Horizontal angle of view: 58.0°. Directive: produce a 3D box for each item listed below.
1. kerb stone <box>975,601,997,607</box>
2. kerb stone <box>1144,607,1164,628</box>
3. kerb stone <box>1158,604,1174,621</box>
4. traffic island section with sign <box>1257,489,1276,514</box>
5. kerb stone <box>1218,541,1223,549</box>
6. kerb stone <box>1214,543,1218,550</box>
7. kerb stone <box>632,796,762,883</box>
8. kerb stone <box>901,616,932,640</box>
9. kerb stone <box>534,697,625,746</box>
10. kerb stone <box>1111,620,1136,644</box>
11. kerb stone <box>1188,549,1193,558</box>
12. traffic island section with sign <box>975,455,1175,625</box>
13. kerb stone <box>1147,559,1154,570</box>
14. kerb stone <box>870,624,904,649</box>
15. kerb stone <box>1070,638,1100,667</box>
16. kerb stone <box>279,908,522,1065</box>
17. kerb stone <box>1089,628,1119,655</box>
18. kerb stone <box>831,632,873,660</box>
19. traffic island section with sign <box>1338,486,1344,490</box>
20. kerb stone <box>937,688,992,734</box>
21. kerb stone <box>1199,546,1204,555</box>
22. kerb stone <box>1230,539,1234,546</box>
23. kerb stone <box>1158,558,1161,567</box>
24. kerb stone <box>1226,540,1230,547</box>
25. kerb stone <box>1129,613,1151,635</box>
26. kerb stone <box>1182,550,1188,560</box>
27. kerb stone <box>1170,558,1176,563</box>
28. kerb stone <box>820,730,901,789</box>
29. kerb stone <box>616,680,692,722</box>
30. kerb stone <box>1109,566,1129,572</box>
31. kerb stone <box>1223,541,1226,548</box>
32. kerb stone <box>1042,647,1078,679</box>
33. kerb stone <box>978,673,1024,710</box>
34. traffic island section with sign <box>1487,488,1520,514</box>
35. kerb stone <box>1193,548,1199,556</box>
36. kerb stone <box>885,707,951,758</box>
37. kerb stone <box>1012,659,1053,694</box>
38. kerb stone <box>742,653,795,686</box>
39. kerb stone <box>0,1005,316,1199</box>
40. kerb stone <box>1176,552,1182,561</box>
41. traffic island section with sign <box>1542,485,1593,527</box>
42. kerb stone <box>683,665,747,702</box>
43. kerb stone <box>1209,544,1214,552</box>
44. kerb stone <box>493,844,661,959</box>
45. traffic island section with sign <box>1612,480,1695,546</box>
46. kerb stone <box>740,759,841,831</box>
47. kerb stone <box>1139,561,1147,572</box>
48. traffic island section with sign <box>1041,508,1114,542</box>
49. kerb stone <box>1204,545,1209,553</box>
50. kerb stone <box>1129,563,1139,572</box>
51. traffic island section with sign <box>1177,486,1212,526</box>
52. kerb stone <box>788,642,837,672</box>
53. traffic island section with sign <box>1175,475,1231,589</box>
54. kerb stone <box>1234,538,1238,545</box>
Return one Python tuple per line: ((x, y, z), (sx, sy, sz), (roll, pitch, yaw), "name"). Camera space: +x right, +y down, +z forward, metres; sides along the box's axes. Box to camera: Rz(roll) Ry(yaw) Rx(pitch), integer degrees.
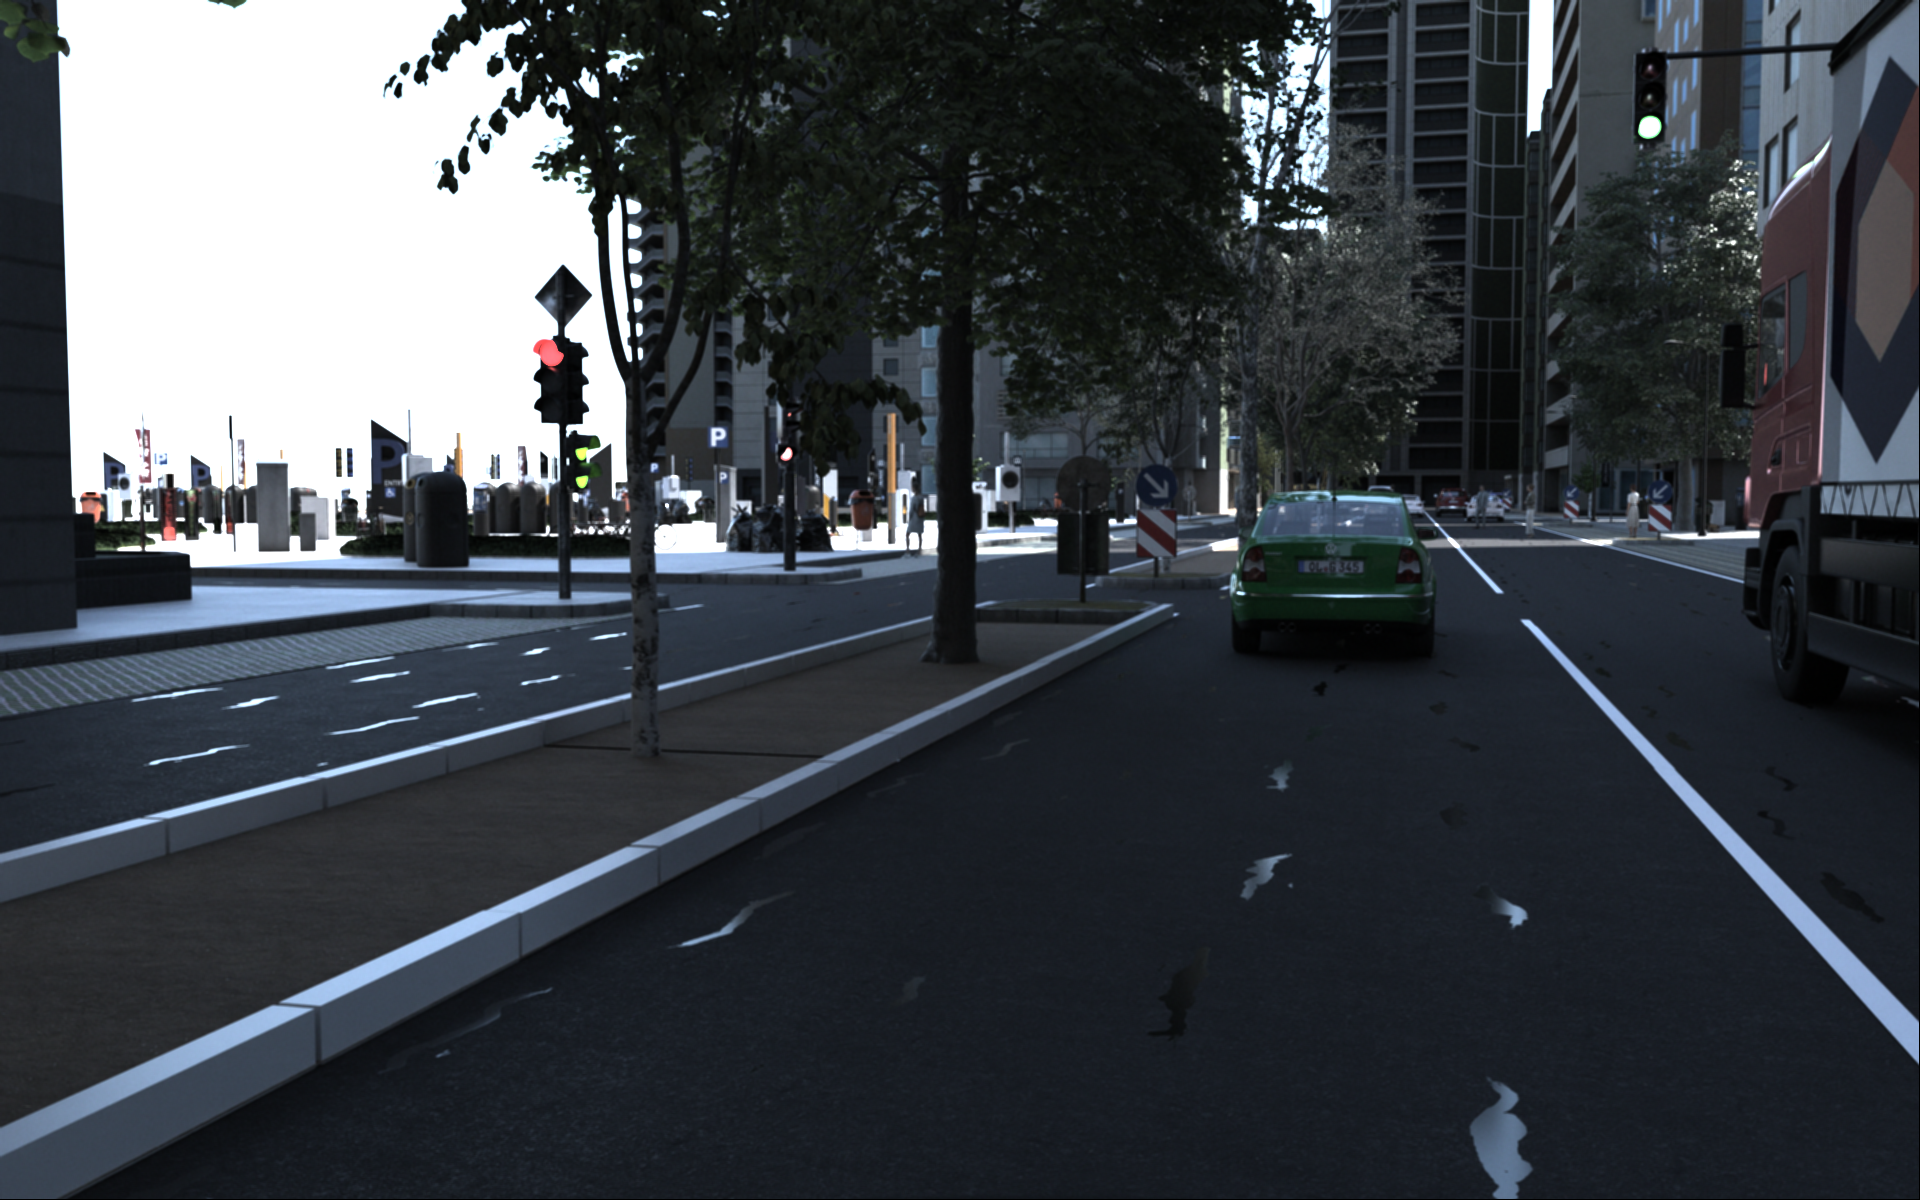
((0.285, 0.122, 20.262), (0.120, 0.150, 1.000), (1, 4, 14), "kerb stone")
((2.047, 0.212, 18.721), (0.120, 0.150, 1.000), (1, 4, 14), "kerb stone")
((2.308, 0.153, 19.715), (0.120, 0.150, 1.000), (1, 4, 14), "kerb stone")
((22.949, -7.268, 127.461), (1.989, 1.847, 2.006), (1, 4, 14), "traffic island section with sign")
((6.584, -1.370, 44.599), (0.120, 0.150, 1.000), (1, 4, 14), "kerb stone")
((6.318, -1.310, 43.612), (0.120, 0.150, 1.000), (1, 4, 14), "kerb stone")
((-1.028, 0.943, 6.828), (0.120, 0.150, 1.000), (1, 4, 14), "kerb stone")
((-0.489, 0.300, 17.285), (0.120, 0.150, 1.000), (1, 4, 14), "kerb stone")
((-2.286, 0.726, 10.327), (0.120, 0.150, 1.000), (1, 4, 14), "kerb stone")
((1.536, 0.334, 16.739), (0.120, 0.150, 1.000), (1, 4, 14), "kerb stone")
((5.024, -1.006, 38.643), (0.120, 0.150, 1.000), (1, 4, 14), "kerb stone")
((1.302, -0.722, 19.938), (2.006, 1.907, 1.989), (1, 4, 14), "traffic island section with sign")
((3.496, -0.642, 32.684), (0.120, 0.150, 1.000), (1, 4, 14), "kerb stone")
((-0.747, 0.361, 16.296), (0.120, 0.150, 1.000), (1, 4, 14), "kerb stone")
((1.026, 0.459, 14.755), (0.120, 0.150, 1.000), (1, 4, 14), "kerb stone")
((-1.535, 1.061, 4.841), (0.120, 0.150, 1.000), (1, 4, 14), "kerb stone")
((1.283, 0.395, 15.744), (0.120, 0.150, 1.000), (1, 4, 14), "kerb stone")
((-1.001, 0.422, 15.298), (0.120, 0.150, 1.000), (1, 4, 14), "kerb stone")
((21.979, -5.610, 99.862), (2.006, 1.907, 1.989), (1, 4, 14), "traffic island section with sign")
((0.006, 0.697, 10.792), (0.120, 0.150, 1.000), (1, 4, 14), "kerb stone")
((5.545, -1.126, 40.621), (0.120, 0.150, 1.000), (1, 4, 14), "kerb stone")
((7.346, -1.552, 47.578), (0.120, 0.150, 1.000), (1, 4, 14), "kerb stone")
((3.750, -0.702, 33.675), (0.120, 0.150, 1.000), (1, 4, 14), "kerb stone")
((7.091, -1.492, 46.583), (0.120, 0.150, 1.000), (1, 4, 14), "kerb stone")
((1.794, 0.273, 17.731), (0.120, 0.150, 1.000), (1, 4, 14), "kerb stone")
((4.779, -0.945, 37.651), (0.120, 0.150, 1.000), (1, 4, 14), "kerb stone")
((4.268, -0.822, 35.661), (0.120, 0.150, 1.000), (1, 4, 14), "kerb stone")
((-0.511, 0.819, 8.814), (0.120, 0.150, 1.000), (1, 4, 14), "kerb stone")
((-2.027, 0.665, 11.317), (0.120, 0.150, 1.000), (1, 4, 14), "kerb stone")
((2.724, -0.459, 29.705), (0.120, 0.150, 1.000), (1, 4, 14), "kerb stone")
((6.834, -1.431, 45.591), (0.120, 0.150, 1.000), (1, 4, 14), "kerb stone")
((0.766, 0.516, 13.766), (0.120, 0.150, 1.000), (1, 4, 14), "kerb stone")
((0.254, 0.638, 11.784), (0.120, 0.150, 1.000), (1, 4, 14), "kerb stone")
((38.792, -7.018, 123.367), (1.989, 1.847, 2.006), (1, 4, 14), "traffic island section with sign")
((5.289, -1.066, 39.631), (0.120, 0.150, 1.000), (1, 4, 14), "kerb stone")
((-0.254, 0.758, 9.803), (0.120, 0.150, 1.000), (1, 4, 14), "kerb stone")
((0.511, 0.580, 12.776), (0.120, 0.150, 1.000), (1, 4, 14), "kerb stone")
((-1.514, 0.546, 13.307), (0.120, 0.150, 1.000), (1, 4, 14), "kerb stone")
((-1.791, 1.122, 3.852), (0.120, 0.150, 1.000), (1, 4, 14), "kerb stone")
((4.526, -0.885, 36.660), (0.120, 0.150, 1.000), (1, 4, 14), "kerb stone")
((26.293, -4.059, 74.998), (1.989, 1.847, 2.006), (1, 4, 14), "traffic island section with sign")
((-1.775, 0.607, 12.319), (0.120, 0.150, 1.000), (1, 4, 14), "kerb stone")
((6.063, -1.249, 42.612), (0.120, 0.150, 1.000), (1, 4, 14), "kerb stone")
((-1.282, 1.006, 5.832), (0.120, 0.150, 1.000), (1, 4, 14), "kerb stone")
((19.538, -2.463, 48.900), (1.989, 1.847, 2.006), (1, 4, 14), "traffic island section with sign")
((-0.767, 0.882, 7.819), (0.120, 0.150, 1.000), (1, 4, 14), "kerb stone")
((3.243, -0.580, 31.684), (0.120, 0.150, 1.000), (1, 4, 14), "kerb stone")
((3.625, -2.699, 52.763), (1.989, 1.847, 2.006), (1, 4, 14), "traffic island section with sign")
((5.809, -1.188, 41.617), (0.120, 0.150, 1.000), (1, 4, 14), "kerb stone")
((2.987, -0.518, 30.693), (0.120, 0.150, 1.000), (1, 4, 14), "kerb stone")
((10.555, -4.337, 79.540), (1.989, 1.847, 2.006), (1, 4, 14), "traffic island section with sign")
((-1.257, 0.483, 14.302), (0.120, 0.150, 1.000), (1, 4, 14), "kerb stone")
((3.166, -1.160, 27.107), (2.006, 1.907, 1.989), (1, 4, 14), "traffic island section with sign")
((7.604, -1.613, 48.568), (0.120, 0.150, 1.000), (1, 4, 14), "kerb stone")
